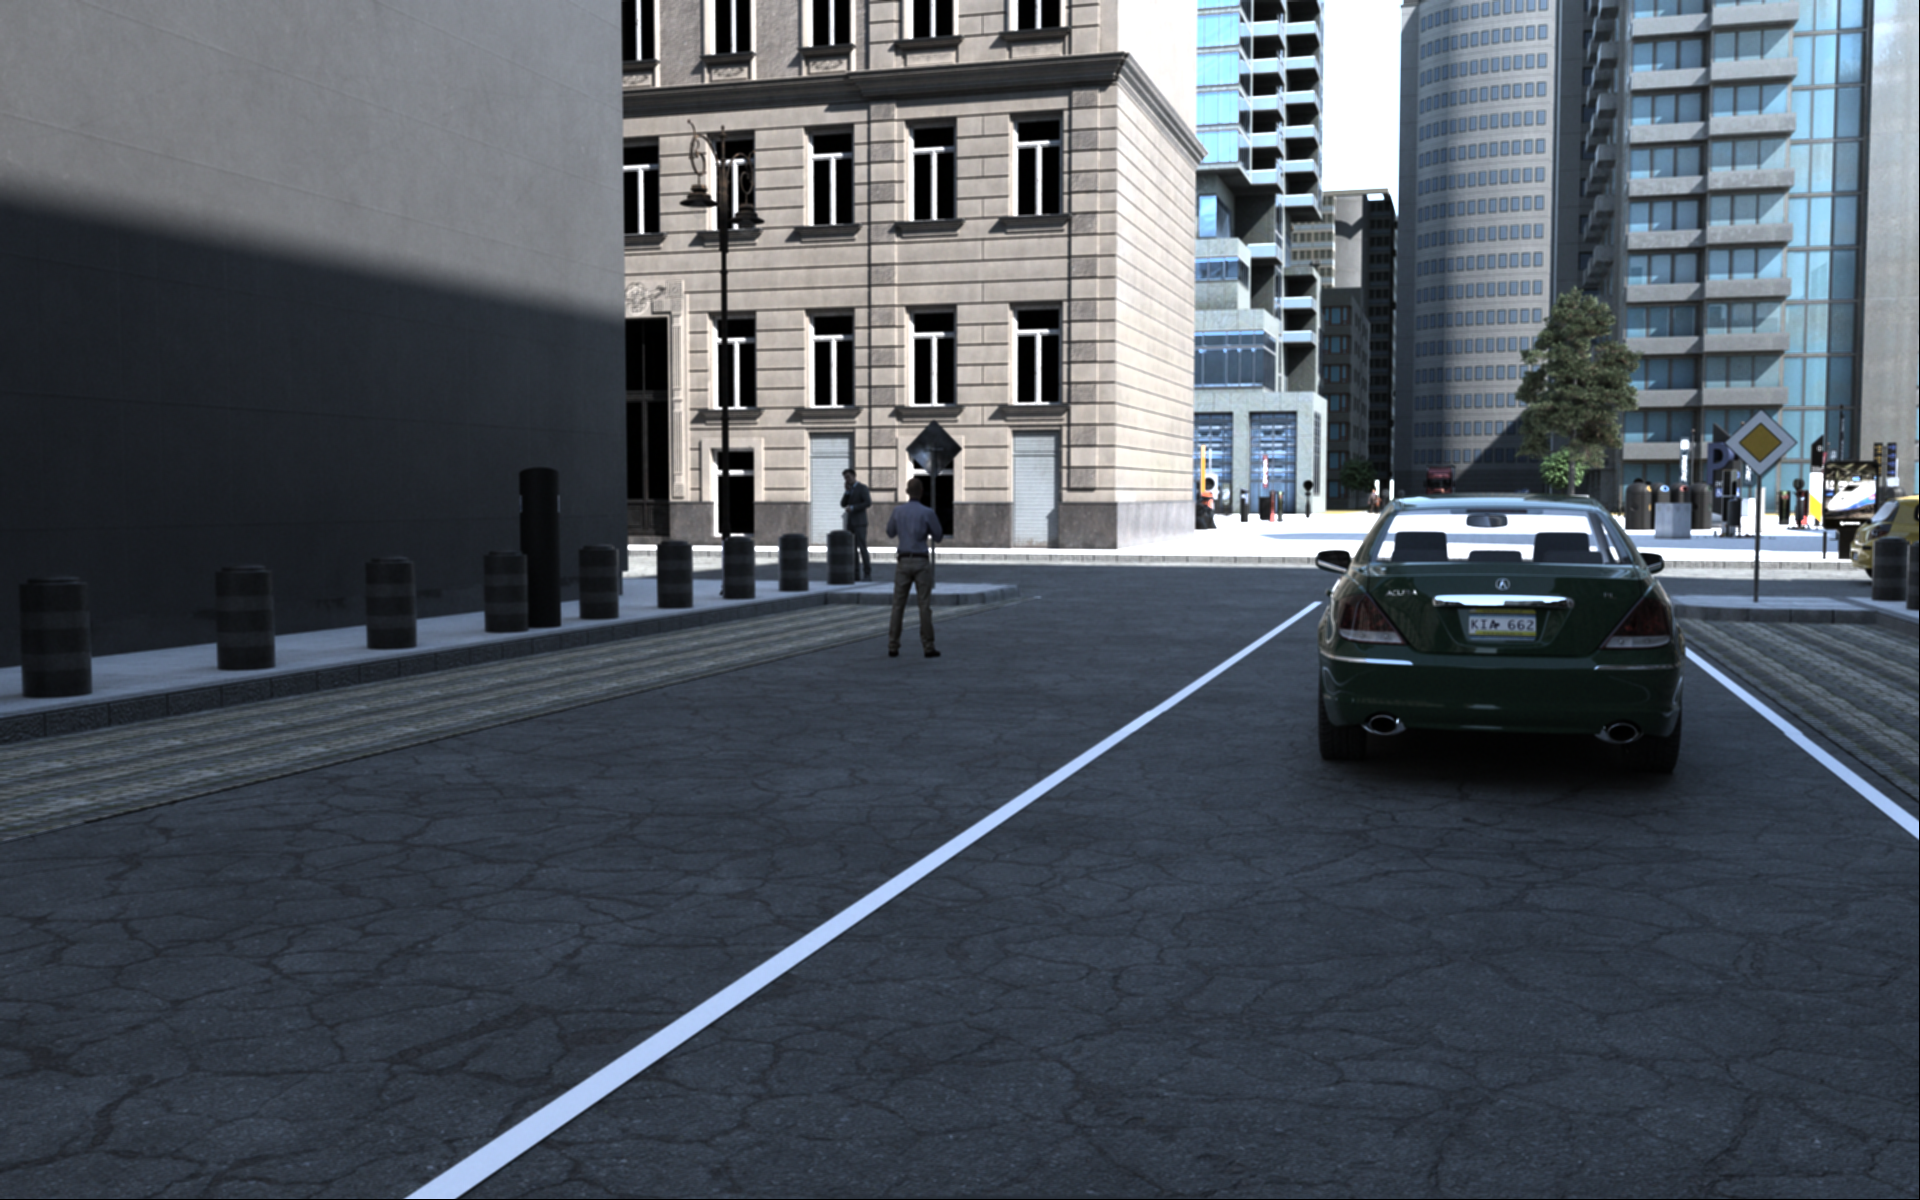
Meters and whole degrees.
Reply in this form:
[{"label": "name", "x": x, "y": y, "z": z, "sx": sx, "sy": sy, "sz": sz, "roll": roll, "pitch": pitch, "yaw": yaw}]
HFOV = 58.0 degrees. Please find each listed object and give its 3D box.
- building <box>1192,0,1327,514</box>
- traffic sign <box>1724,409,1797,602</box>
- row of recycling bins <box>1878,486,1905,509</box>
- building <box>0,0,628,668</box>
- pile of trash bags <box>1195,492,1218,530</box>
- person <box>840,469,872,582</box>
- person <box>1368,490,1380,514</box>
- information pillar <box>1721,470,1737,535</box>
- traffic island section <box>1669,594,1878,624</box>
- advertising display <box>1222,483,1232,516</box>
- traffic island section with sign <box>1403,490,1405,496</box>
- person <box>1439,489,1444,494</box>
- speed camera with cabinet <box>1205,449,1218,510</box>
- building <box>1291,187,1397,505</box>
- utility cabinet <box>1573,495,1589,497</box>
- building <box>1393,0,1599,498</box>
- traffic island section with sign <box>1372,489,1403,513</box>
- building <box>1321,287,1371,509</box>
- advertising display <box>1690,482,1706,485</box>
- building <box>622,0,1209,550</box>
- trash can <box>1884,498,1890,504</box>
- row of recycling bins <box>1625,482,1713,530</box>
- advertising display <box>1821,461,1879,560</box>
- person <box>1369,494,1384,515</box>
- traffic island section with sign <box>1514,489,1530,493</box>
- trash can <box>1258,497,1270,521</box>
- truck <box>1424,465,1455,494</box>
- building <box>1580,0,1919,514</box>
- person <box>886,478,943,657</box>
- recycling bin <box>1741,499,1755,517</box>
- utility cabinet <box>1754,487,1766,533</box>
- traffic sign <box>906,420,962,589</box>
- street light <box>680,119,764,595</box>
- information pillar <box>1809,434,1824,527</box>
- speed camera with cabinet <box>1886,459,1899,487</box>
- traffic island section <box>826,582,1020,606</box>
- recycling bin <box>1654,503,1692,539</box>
[{"label": "building", "x": 15.887, "y": -49.645, "z": 124.362, "sx": 22.319, "sy": 86.520, "sz": 31.000, "roll": 1, "pitch": 4, "yaw": 17}, {"label": "traffic sign", "x": 9.447, "y": -1.031, "z": 20.504, "sx": 0.795, "sy": 2.450, "sz": 0.064, "roll": 1, "pitch": 4, "yaw": 17}, {"label": "row of recycling bins", "x": 48.595, "y": -5.118, "z": 90.790, "sx": 1.069, "sy": 1.692, "sz": 3.534, "roll": 1, "pitch": 4, "yaw": 14}, {"label": "building", "x": -17.196, "y": -13.820, "z": 19.469, "sx": 24.014, "sy": 27.812, "sz": 14.314, "roll": 1, "pitch": 4, "yaw": 17}, {"label": "pile of trash bags", "x": 8.525, "y": -3.264, "z": 63.125, "sx": 1.912, "sy": 1.369, "sz": 3.447, "roll": 2, "pitch": 4, "yaw": 26}, {"label": "person", "x": -1.719, "y": -1.223, "z": 28.308, "sx": 0.447, "sy": 1.846, "sz": 0.655, "roll": -3, "pitch": 5, "yaw": -41}, {"label": "person", "x": 30.246, "y": -7.182, "z": 126.485, "sx": 0.990, "sy": 1.755, "sz": 0.434, "roll": -1, "pitch": 4, "yaw": -14}, {"label": "information pillar", "x": 23.138, "y": -2.911, "z": 52.090, "sx": 0.304, "sy": 2.012, "sz": 0.304, "roll": -2, "pitch": 4, "yaw": -35}, {"label": "traffic island section", "x": 9.472, "y": 0.104, "z": 20.574, "sx": 2.009, "sy": 0.180, "sz": 2.903, "roll": 1, "pitch": 4, "yaw": 17}, {"label": "advertising display", "x": 15.605, "y": -5.878, "z": 101.322, "sx": 0.123, "sy": 1.923, "sz": 0.974, "roll": -1, "pitch": 4, "yaw": -20}, {"label": "traffic island section with sign", "x": 40.625, "y": -9.208, "z": 159.185, "sx": 1.989, "sy": 1.847, "sz": 2.006, "roll": 1, "pitch": 4, "yaw": 17}, {"label": "person", "x": 33.509, "y": -6.831, "z": 120.321, "sx": 1.348, "sy": 1.807, "sz": 0.705, "roll": 2, "pitch": 4, "yaw": 32}, {"label": "speed camera with cabinet", "x": 10.234, "y": -4.990, "z": 75.914, "sx": 2.038, "sy": 3.252, "sz": 0.660, "roll": 1, "pitch": 4, "yaw": 14}, {"label": "building", "x": 40.544, "y": -31.705, "z": 210.257, "sx": 23.993, "sy": 40.220, "sz": 32.217, "roll": 1, "pitch": 4, "yaw": 17}, {"label": "utility cabinet", "x": 35.891, "y": -5.459, "z": 100.412, "sx": 1.020, "sy": 1.237, "sz": 0.306, "roll": 2, "pitch": 4, "yaw": 31}, {"label": "building", "x": 64.165, "y": -40.019, "z": 196.311, "sx": 28.212, "sy": 58.520, "sz": 21.231, "roll": 1, "pitch": 4, "yaw": 17}, {"label": "traffic island section with sign", "x": 32.713, "y": -7.596, "z": 132.820, "sx": 1.989, "sy": 1.847, "sz": 2.006, "roll": 1, "pitch": 4, "yaw": 17}, {"label": "building", "x": 23.871, "y": -19.704, "z": 167.199, "sx": 28.899, "sy": 21.520, "sz": 27.650, "roll": 1, "pitch": 4, "yaw": 17}, {"label": "advertising display", "x": 38.189, "y": -5.152, "z": 89.447, "sx": 0.974, "sy": 1.923, "sz": 0.123, "roll": 2, "pitch": 4, "yaw": 27}, {"label": "building", "x": -6.394, "y": -15.319, "z": 47.732, "sx": 25.104, "sy": 27.353, "sz": 12.463, "roll": 1, "pitch": 4, "yaw": 17}, {"label": "trash can", "x": 37.808, "y": -3.582, "z": 70.213, "sx": 0.748, "sy": 1.137, "sz": 0.748, "roll": 0, "pitch": 3, "yaw": 0}, {"label": "row of recycling bins", "x": 25.331, "y": -3.357, "z": 61.999, "sx": 3.534, "sy": 1.692, "sz": 1.069, "roll": -1, "pitch": 4, "yaw": -19}, {"label": "advertising display", "x": 17.390, "y": -1.751, "z": 33.850, "sx": 0.974, "sy": 1.923, "sz": 0.123, "roll": 1, "pitch": 4, "yaw": 15}, {"label": "person", "x": 26.913, "y": -6.119, "z": 111.808, "sx": 1.065, "sy": 1.426, "sz": 0.557, "roll": 3, "pitch": 5, "yaw": 41}, {"label": "traffic island section with sign", "x": 49.965, "y": -8.993, "z": 155.661, "sx": 1.989, "sy": 1.847, "sz": 2.006, "roll": 1, "pitch": 4, "yaw": 17}, {"label": "trash can", "x": 14.723, "y": -4.389, "z": 83.406, "sx": 0.748, "sy": 1.137, "sz": 0.748, "roll": 0, "pitch": 3, "yaw": 0}, {"label": "truck", "x": 46.921, "y": -11.020, "z": 169.094, "sx": 2.839, "sy": 4.237, "sz": 11.283, "roll": 1, "pitch": 4, "yaw": 17}, {"label": "building", "x": 57.338, "y": -30.914, "z": 125.045, "sx": 23.786, "sy": 49.044, "sz": 30.456, "roll": 1, "pitch": 4, "yaw": 17}, {"label": "person", "x": -0.416, "y": -0.288, "z": 15.274, "sx": 0.516, "sy": 1.574, "sz": 0.319, "roll": 1, "pitch": 4, "yaw": 18}, {"label": "recycling bin", "x": 43.777, "y": -5.127, "z": 96.381, "sx": 0.722, "sy": 1.027, "sz": 0.722, "roll": -3, "pitch": 4, "yaw": -37}, {"label": "utility cabinet", "x": 26.504, "y": -2.981, "z": 57.426, "sx": 0.318, "sy": 1.500, "sz": 1.173, "roll": 2, "pitch": 4, "yaw": 24}, {"label": "traffic sign", "x": -0.361, "y": -1.212, "z": 23.453, "sx": 0.795, "sy": 2.450, "sz": 0.064, "roll": 1, "pitch": 4, "yaw": 17}, {"label": "street light", "x": -2.972, "y": -3.002, "z": 21.878, "sx": 0.468, "sy": 5.910, "sz": 1.993, "roll": 1, "pitch": 4, "yaw": 17}, {"label": "information pillar", "x": 33.598, "y": -4.684, "z": 67.945, "sx": 0.504, "sy": 3.616, "sz": 0.183, "roll": 0, "pitch": 4, "yaw": -5}, {"label": "speed camera with cabinet", "x": 52.425, "y": -6.313, "z": 97.546, "sx": 0.660, "sy": 3.252, "sz": 2.038, "roll": 2, "pitch": 4, "yaw": 24}, {"label": "traffic island section", "x": -0.386, "y": -0.076, "z": 23.522, "sx": 2.009, "sy": 0.180, "sz": 2.903, "roll": 1, "pitch": 4, "yaw": 17}, {"label": "recycling bin", "x": 20.558, "y": -2.286, "z": 49.934, "sx": 0.722, "sy": 1.027, "sz": 0.722, "roll": -1, "pitch": 4, "yaw": -23}]
